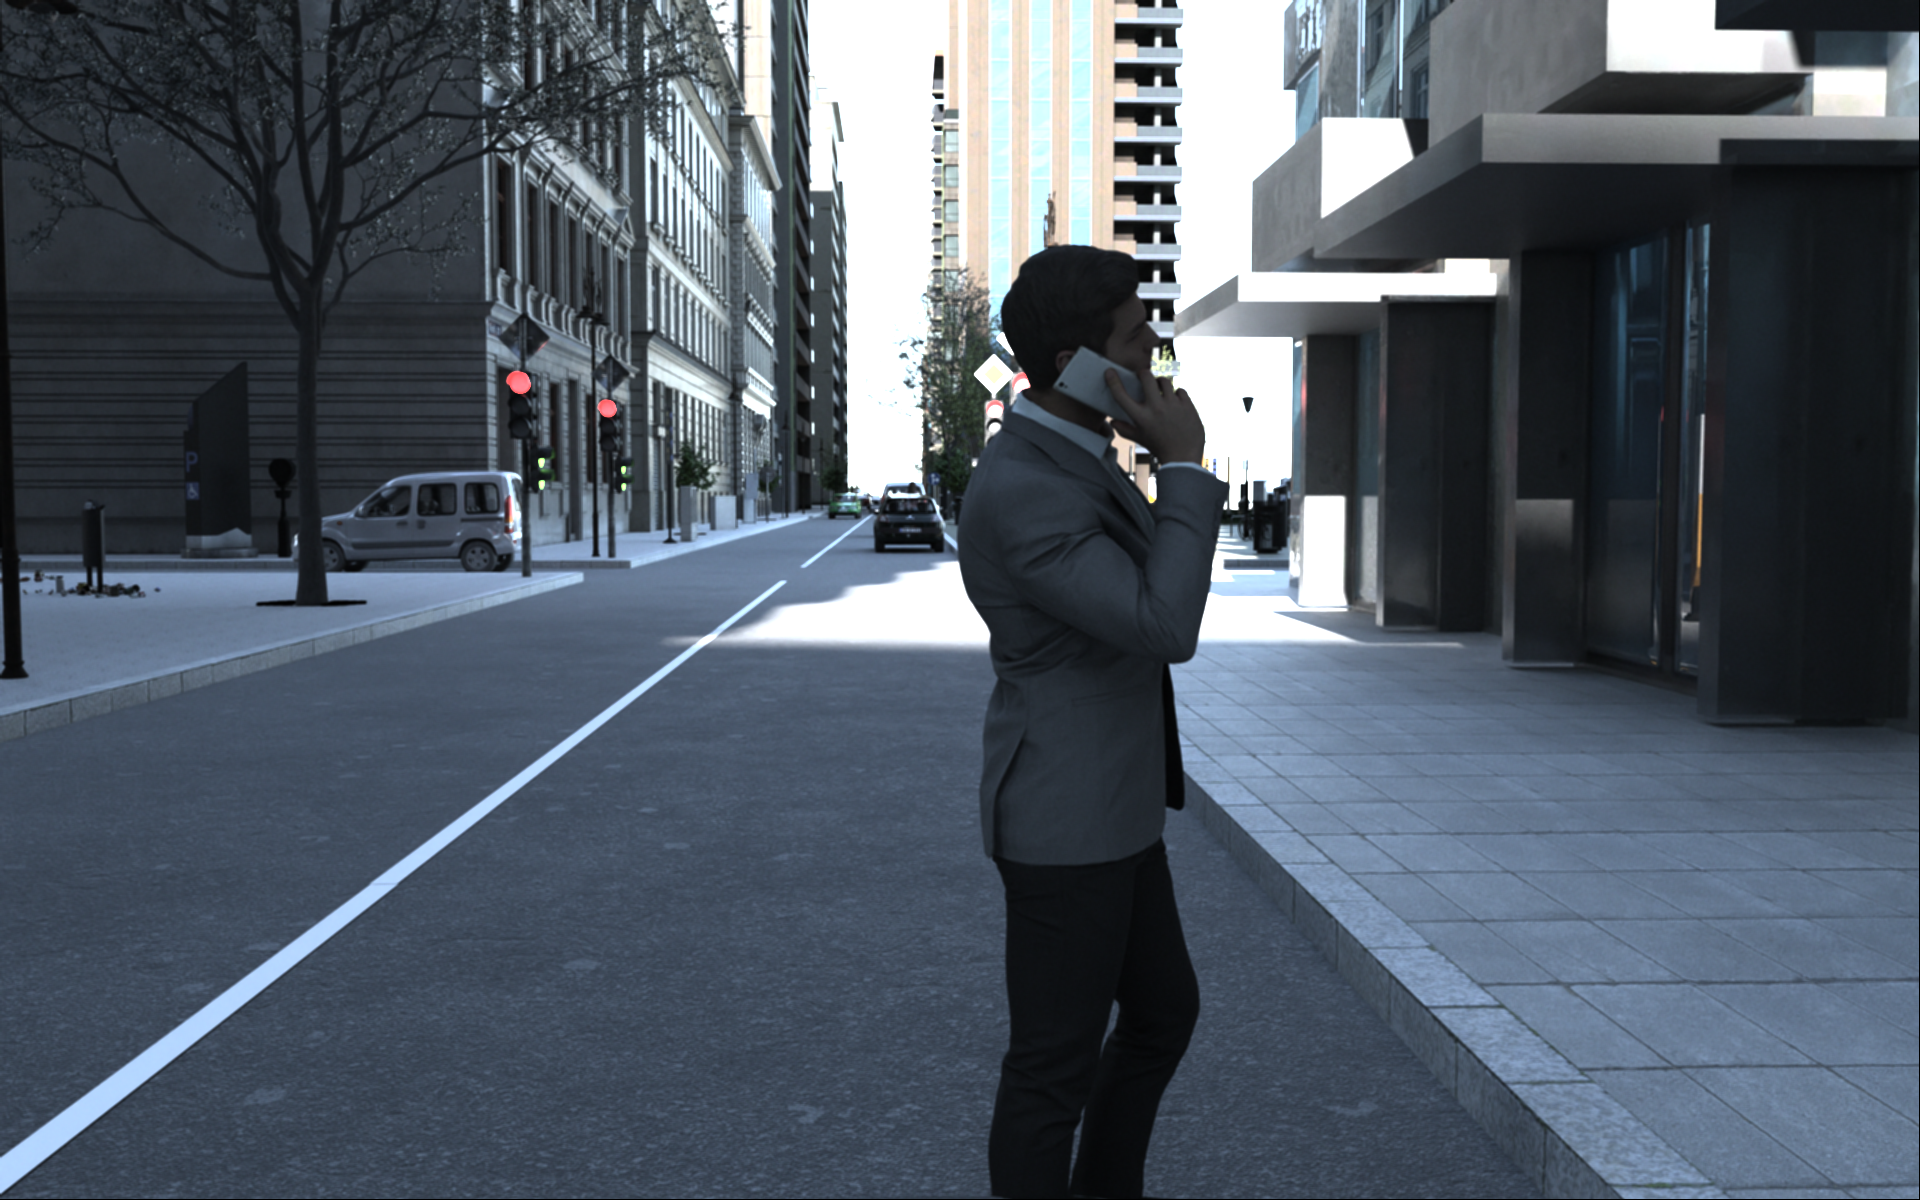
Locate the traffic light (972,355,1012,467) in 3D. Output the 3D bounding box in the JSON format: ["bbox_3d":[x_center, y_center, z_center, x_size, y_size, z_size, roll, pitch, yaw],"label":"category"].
[{"bbox_3d":[0.665,-2.821,35.047,0.839,4.253,0.868,0,4,-2],"label":"traffic light"}]

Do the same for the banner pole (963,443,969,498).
[{"bbox_3d":[0.287,-5.806,84.952,0.401,3.779,0.863,-1,4,-22],"label":"banner pole"}]

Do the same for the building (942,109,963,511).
[{"bbox_3d":[5.586,-22.135,133.610,14.160,30.474,14.107,0,4,-2],"label":"building"}]

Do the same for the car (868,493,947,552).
[{"bbox_3d":[-1.316,-2.088,43.924,2.009,1.686,4.222,0,4,-3],"label":"car"}]

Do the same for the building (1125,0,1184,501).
[{"bbox_3d":[7.063,-28.649,118.523,14.600,45.320,14.200,0,4,-2],"label":"building"}]

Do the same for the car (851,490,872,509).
[{"bbox_3d":[-9.528,-9.549,164.796,2.281,1.827,5.304,0,4,-2],"label":"car"}]

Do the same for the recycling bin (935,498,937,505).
[{"bbox_3d":[-1.834,-5.914,109.255,0.722,1.027,0.722,0,4,-2],"label":"recycling bin"}]

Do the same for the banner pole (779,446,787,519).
[{"bbox_3d":[-9.299,-6.121,90.102,0.401,3.779,0.863,1,4,14],"label":"banner pole"}]

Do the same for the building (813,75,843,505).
[{"bbox_3d":[-25.284,-35.504,204.193,21.300,48.544,21.600,0,4,-2],"label":"building"}]

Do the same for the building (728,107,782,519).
[{"bbox_3d":[-16.072,-16.361,96.380,11.050,23.489,19.941,0,4,-2],"label":"building"}]

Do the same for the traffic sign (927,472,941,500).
[{"bbox_3d":[-1.503,-6.135,100.412,0.768,2.556,0.104,0,3,0],"label":"traffic sign"}]

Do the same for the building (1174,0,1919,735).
[{"bbox_3d":[14.562,-23.892,10.251,23.786,49.044,30.456,0,4,-2],"label":"building"}]

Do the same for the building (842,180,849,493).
[{"bbox_3d":[-27.333,-38.499,253.155,21.300,48.544,21.600,0,4,-2],"label":"building"}]

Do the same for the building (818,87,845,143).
[{"bbox_3d":[-29.780,-39.094,228.424,28.713,52.752,27.495,0,4,-2],"label":"building"}]

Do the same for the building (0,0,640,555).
[{"bbox_3d":[-15.397,-12.828,45.889,11.583,22.565,21.152,0,4,-2],"label":"building"}]

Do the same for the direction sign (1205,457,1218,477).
[{"bbox_3d":[15.492,-7.035,107.016,0.876,3.537,0.379,-1,4,-18],"label":"direction sign"}]

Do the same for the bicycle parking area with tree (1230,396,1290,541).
[{"bbox_3d":[10.856,-3.841,49.811,8.231,4.147,9.016,3,5,40],"label":"bicycle parking area with tree"}]

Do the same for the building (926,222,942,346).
[{"bbox_3d":[1.845,-35.389,262.201,14.154,41.232,14.086,0,4,-2],"label":"building"}]

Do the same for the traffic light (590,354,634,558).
[{"bbox_3d":[-6.991,-2.804,34.764,0.839,4.253,0.868,0,4,-2],"label":"traffic light"}]

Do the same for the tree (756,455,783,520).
[{"bbox_3d":[-9.555,-5.535,85.104,1.663,3.219,1.824,0,3,0],"label":"tree"}]

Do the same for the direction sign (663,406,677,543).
[{"bbox_3d":[-7.585,-3.255,45.210,0.379,3.537,0.876,0,4,0],"label":"direction sign"}]

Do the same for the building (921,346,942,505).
[{"bbox_3d":[9.135,-22.788,217.630,27.650,21.520,28.899,0,4,-2],"label":"building"}]

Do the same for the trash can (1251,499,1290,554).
[{"bbox_3d":[6.658,-1.579,37.472,0.748,1.137,0.748,0,3,0],"label":"trash can"}]

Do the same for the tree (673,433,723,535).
[{"bbox_3d":[-8.553,-3.663,54.498,1.663,3.219,1.824,0,3,0],"label":"tree"}]

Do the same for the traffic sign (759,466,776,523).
[{"bbox_3d":[-8.618,-4.731,77.451,0.768,2.556,0.104,0,4,-1],"label":"traffic sign"}]

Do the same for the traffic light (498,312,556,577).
[{"bbox_3d":[-6.711,-2.316,26.784,0.839,4.253,0.868,0,4,-2],"label":"traffic light"}]

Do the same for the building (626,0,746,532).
[{"bbox_3d":[-18.148,-14.561,71.355,16.112,22.955,30.059,0,4,-2],"label":"building"}]

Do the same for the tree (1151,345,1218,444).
[{"bbox_3d":[10.637,-8.342,86.757,4.737,8.622,4.395,0,3,0],"label":"tree"}]

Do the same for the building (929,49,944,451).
[{"bbox_3d":[8.171,-31.552,170.502,22.147,44.769,28.867,0,4,-2],"label":"building"}]

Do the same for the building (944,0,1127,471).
[{"bbox_3d":[5.719,-30.436,147.746,14.600,45.320,14.200,0,4,-2],"label":"building"}]

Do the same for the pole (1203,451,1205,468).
[{"bbox_3d":[9.371,-4.469,66.917,0.158,3.312,0.155,0,3,0],"label":"pole"}]

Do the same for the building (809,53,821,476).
[{"bbox_3d":[-25.091,-33.038,159.774,23.786,49.044,30.456,0,4,-2],"label":"building"}]

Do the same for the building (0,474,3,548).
[{"bbox_3d":[-30.632,-12.870,40.098,15.834,23.373,12.332,0,4,-2],"label":"building"}]

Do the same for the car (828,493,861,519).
[{"bbox_3d":[-6.713,-5.647,101.117,1.959,1.807,4.718,0,4,-1],"label":"car"}]

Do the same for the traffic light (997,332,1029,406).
[{"bbox_3d":[0.945,-2.333,27.067,0.839,4.253,0.868,0,4,-2],"label":"traffic light"}]

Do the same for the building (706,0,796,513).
[{"bbox_3d":[-18.591,-26.457,116.167,14.154,41.232,14.086,0,4,-2],"label":"building"}]

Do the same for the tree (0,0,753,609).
[{"bbox_3d":[-7.555,-6.690,19.748,12.009,13.543,11.850,0,3,0],"label":"tree"}]

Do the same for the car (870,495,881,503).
[{"bbox_3d":[-11.999,-14.232,245.052,2.083,1.381,4.827,0,4,-1],"label":"car"}]

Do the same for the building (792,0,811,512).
[{"bbox_3d":[-22.818,-31.203,133.873,21.300,48.544,21.600,0,4,-2],"label":"building"}]

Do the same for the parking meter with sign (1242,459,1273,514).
[{"bbox_3d":[14.971,-5.516,86.448,1.738,3.016,0.543,3,4,39],"label":"parking meter with sign"}]

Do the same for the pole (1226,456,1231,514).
[{"bbox_3d":[14.230,-5.990,91.776,0.158,3.312,0.155,0,3,0],"label":"pole"}]

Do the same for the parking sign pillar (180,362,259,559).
[{"bbox_3d":[-14.923,-2.833,34.797,1.447,3.967,1.447,1,4,23],"label":"parking sign pillar"}]
